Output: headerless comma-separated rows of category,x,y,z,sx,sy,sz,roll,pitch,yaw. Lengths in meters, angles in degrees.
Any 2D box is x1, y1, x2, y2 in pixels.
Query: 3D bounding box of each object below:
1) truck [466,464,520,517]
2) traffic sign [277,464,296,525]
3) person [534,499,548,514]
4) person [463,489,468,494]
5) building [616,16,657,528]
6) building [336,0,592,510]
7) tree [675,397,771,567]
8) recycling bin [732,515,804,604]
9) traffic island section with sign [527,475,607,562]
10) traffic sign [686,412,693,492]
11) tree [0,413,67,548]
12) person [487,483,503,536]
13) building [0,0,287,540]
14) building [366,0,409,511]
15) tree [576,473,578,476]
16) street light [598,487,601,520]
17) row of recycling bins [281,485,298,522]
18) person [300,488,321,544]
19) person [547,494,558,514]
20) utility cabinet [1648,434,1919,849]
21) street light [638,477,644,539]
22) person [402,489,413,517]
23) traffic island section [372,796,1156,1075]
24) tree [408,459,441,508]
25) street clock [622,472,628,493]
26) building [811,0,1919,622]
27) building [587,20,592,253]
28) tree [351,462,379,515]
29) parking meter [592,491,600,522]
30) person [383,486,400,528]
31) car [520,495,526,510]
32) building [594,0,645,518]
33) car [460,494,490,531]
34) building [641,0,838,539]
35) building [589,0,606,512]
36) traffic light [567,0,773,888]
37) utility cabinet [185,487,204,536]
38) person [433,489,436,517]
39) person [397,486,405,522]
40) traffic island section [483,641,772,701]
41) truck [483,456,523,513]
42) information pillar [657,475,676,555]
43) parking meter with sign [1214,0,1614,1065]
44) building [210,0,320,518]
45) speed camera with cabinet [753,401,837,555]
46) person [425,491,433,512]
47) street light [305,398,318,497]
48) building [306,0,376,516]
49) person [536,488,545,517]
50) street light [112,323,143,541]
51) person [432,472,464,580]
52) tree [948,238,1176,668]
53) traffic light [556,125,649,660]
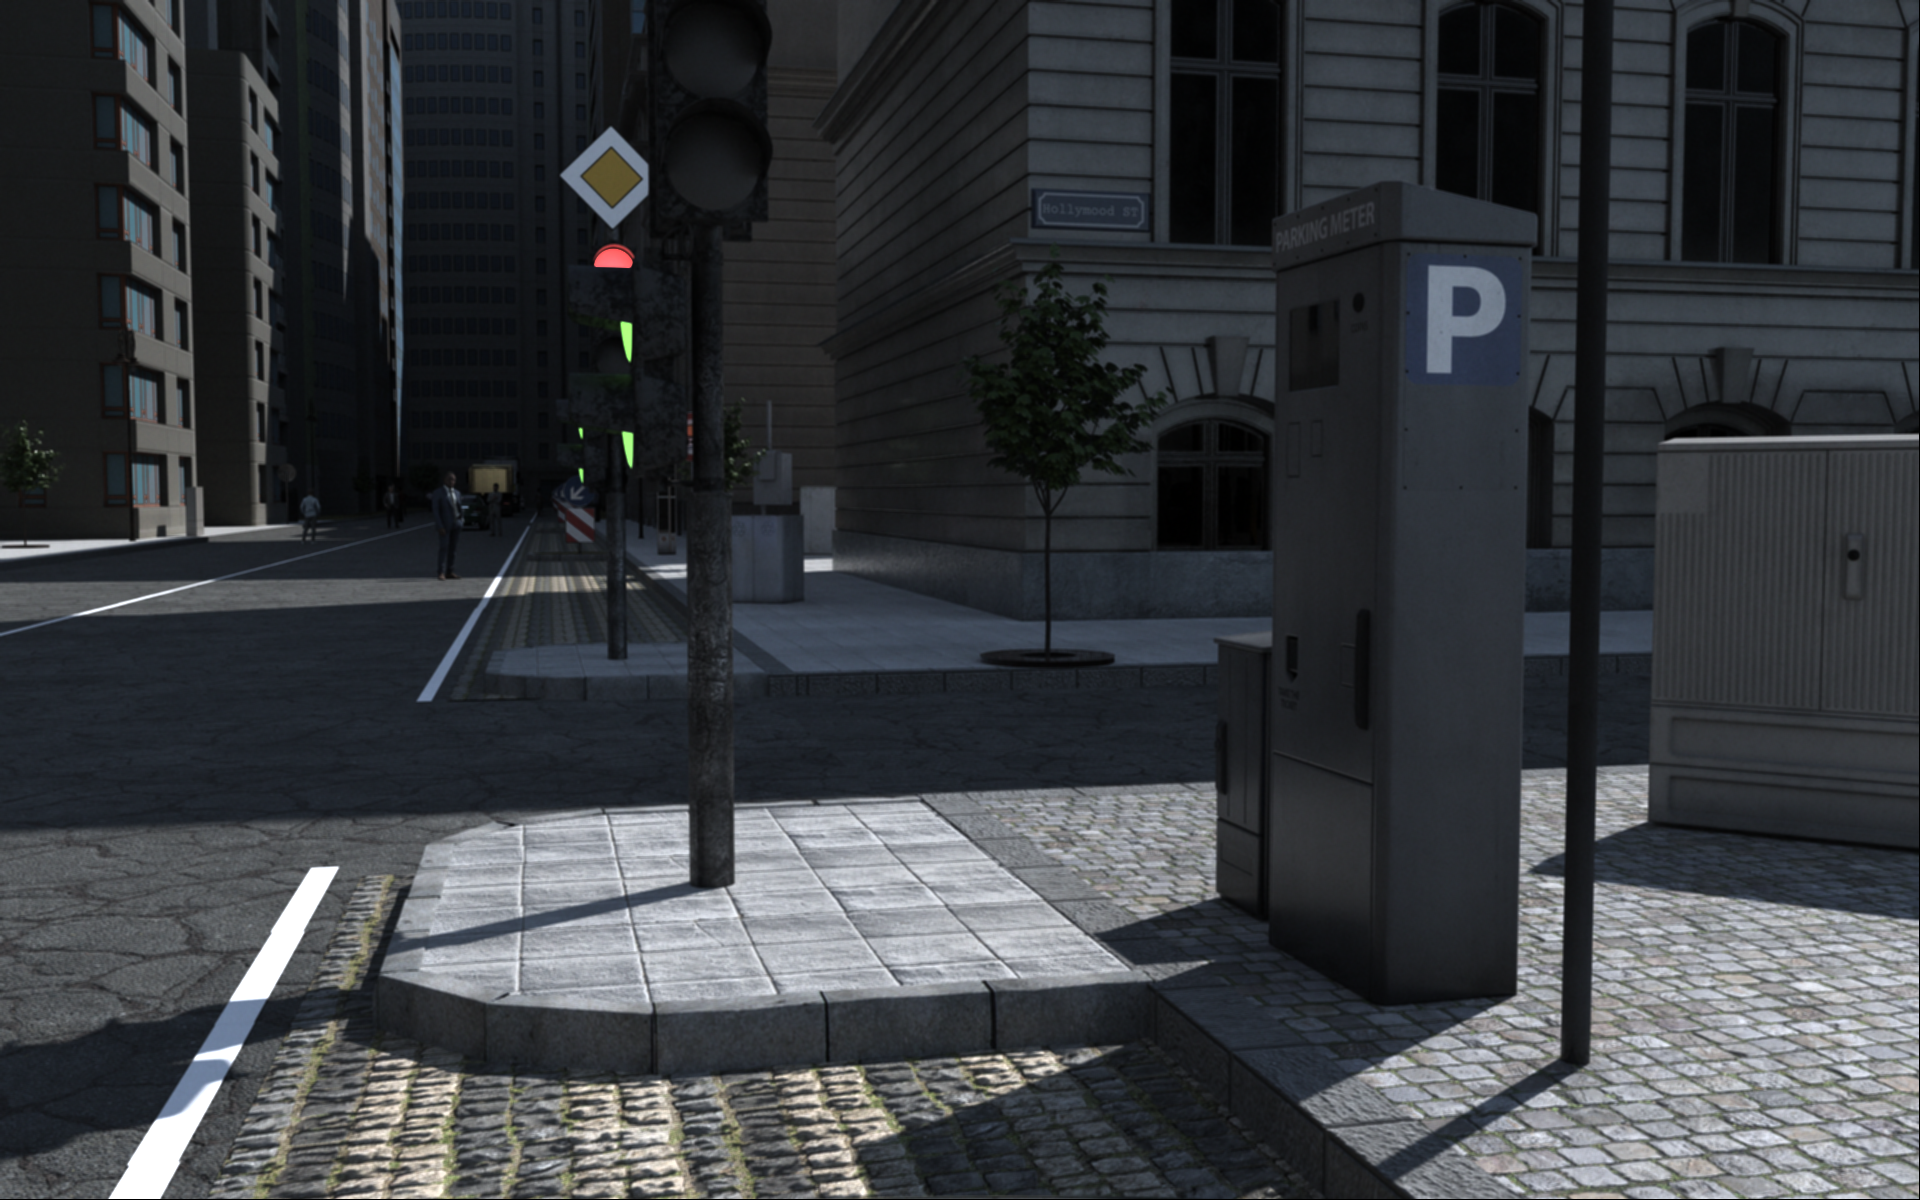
truck,-29.918,-7.025,110.777,3.469,3.379,9.791,-1,4,-14
traffic sign,-28.194,-4.431,72.555,0.768,2.556,0.104,-1,4,-10
person,-30.604,-7.007,126.323,1.065,1.426,0.557,-1,4,-10
person,-40.061,-8.053,140.263,1.348,1.812,0.705,0,4,-1
building,-8.451,-14.375,76.830,13.314,21.916,24.055,-1,4,-13
building,-47.009,-38.845,177.109,28.212,58.520,21.231,-1,4,-13
tree,-4.048,-2.145,29.669,1.663,3.219,1.824,0,3,0
recycling bin,-2.310,-0.492,20.606,0.722,1.027,0.722,1,4,17
traffic island section with sign,-8.337,-1.761,37.415,1.989,1.847,2.006,-1,4,-13
traffic sign,-4.170,-1.647,27.032,0.768,2.556,0.104,-1,4,-9
tree,-22.306,-2.855,41.283,1.663,3.219,1.824,0,3,0
person,-15.870,-3.083,59.083,0.511,1.800,0.466,0,4,-7
building,-40.119,-13.112,59.423,27.650,21.520,28.899,-1,4,-13
building,-54.986,-30.371,146.677,14.200,45.320,14.600,-1,4,-13
tree,-34.960,-10.014,158.328,1.663,3.219,1.824,0,3,0
street light,-17.912,-6.911,85.783,0.468,5.910,1.993,-1,4,-13
row of recycling bins,-31.853,-4.362,78.437,3.534,1.692,1.069,-1,4,-16
person,-18.670,-2.417,49.823,0.589,1.601,0.330,0,4,2
person,-29.172,-6.894,124.400,0.628,1.438,0.799,2,4,30
utility cabinet,3.212,0.138,6.415,1.173,1.500,0.318,2,4,34
street light,-9.200,-4.710,49.798,0.468,5.910,1.993,-1,4,-13
person,-35.078,-6.117,109.038,1.217,1.766,0.721,-1,4,-11
traffic island section,-0.794,1.013,5.712,2.009,0.180,2.903,-1,4,-13
tree,-49.263,-10.744,159.375,4.285,4.588,4.351,0,3,0
street clock,-10.991,-3.152,56.103,0.358,2.002,0.471,2,4,30
building,15.907,-12.630,25.581,34.723,24.649,14.460,-1,4,-13
building,-25.892,-28.814,154.703,14.154,41.232,14.086,-1,4,-13
tree,-36.361,-6.807,105.900,1.663,3.219,1.824,0,3,0
parking meter,-16.741,-4.354,79.591,0.372,1.533,0.369,0,3,0
person,-23.833,-3.903,72.712,0.661,1.777,0.834,-3,5,-40
car,-39.945,-8.735,155.184,2.083,1.381,4.827,-1,4,-15
building,-13.546,-27.441,98.771,14.600,45.320,14.200,-1,4,-13
car,-19.804,-3.511,69.202,2.131,1.459,4.920,-1,4,-12
building,-2.982,-15.626,52.744,12.463,27.353,25.104,-1,4,-13
building,-18.134,-31.428,137.546,21.300,48.544,21.600,-1,4,-13
traffic light,-0.835,-1.019,5.588,0.839,4.253,0.868,-1,4,-13
utility cabinet,-23.314,-2.694,52.733,0.318,1.500,1.173,-1,4,-14
person,-32.669,-6.080,108.437,0.750,1.759,0.617,1,4,10
person,-28.393,-4.846,87.688,0.705,1.831,1.348,0,4,6
traffic island section,-2.642,0.538,13.481,2.009,0.180,2.903,-1,4,-13
truck,-35.453,-8.900,134.431,2.839,4.237,11.283,-1,4,-13
information pillar,-6.213,-1.968,36.662,0.304,2.012,0.304,1,4,16
parking meter with sign,1.177,-0.512,4.626,0.543,3.016,1.738,-1,4,-15
building,-41.383,-24.748,88.231,14.154,41.232,14.086,-1,4,-13
speed camera with cabinet,-3.329,-2.590,36.684,2.038,3.252,0.660,1,4,17
person,-41.949,-7.799,136.945,0.756,1.711,0.436,-3,4,-36
street light,-31.130,-6.758,83.280,0.468,5.910,1.993,-1,4,-13
building,-49.211,-34.590,107.544,21.231,58.520,28.212,-1,4,-13
person,-26.632,-6.189,109.698,0.705,1.824,1.348,-2,4,-32
street light,-22.572,-4.543,47.071,0.468,5.910,1.993,-1,4,-13
person,-8.623,-1.251,29.143,0.419,1.800,0.721,2,4,26
tree,0.808,-1.137,13.189,1.663,3.219,1.824,0,3,0
traffic light,-2.684,-1.495,13.357,0.839,4.253,0.868,-1,4,-13
